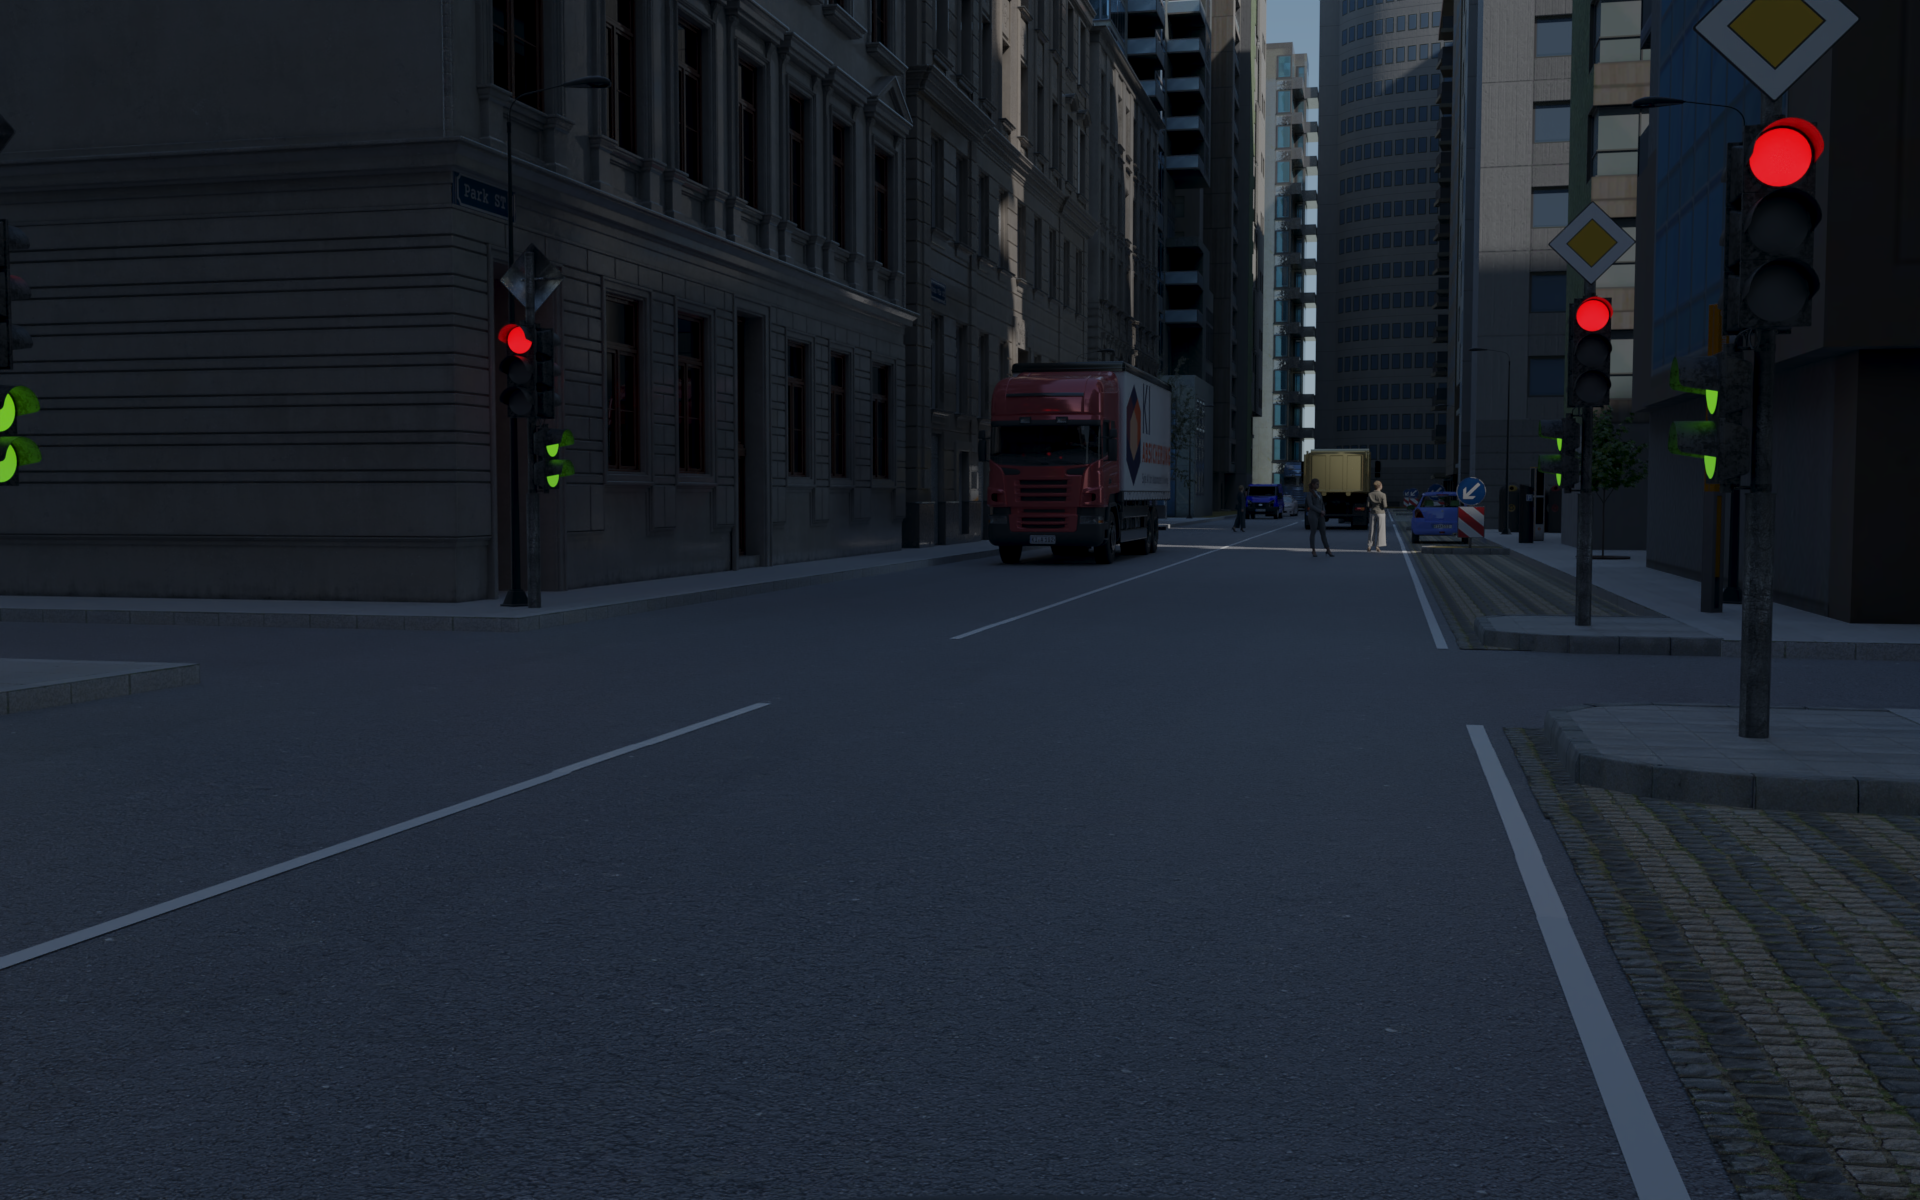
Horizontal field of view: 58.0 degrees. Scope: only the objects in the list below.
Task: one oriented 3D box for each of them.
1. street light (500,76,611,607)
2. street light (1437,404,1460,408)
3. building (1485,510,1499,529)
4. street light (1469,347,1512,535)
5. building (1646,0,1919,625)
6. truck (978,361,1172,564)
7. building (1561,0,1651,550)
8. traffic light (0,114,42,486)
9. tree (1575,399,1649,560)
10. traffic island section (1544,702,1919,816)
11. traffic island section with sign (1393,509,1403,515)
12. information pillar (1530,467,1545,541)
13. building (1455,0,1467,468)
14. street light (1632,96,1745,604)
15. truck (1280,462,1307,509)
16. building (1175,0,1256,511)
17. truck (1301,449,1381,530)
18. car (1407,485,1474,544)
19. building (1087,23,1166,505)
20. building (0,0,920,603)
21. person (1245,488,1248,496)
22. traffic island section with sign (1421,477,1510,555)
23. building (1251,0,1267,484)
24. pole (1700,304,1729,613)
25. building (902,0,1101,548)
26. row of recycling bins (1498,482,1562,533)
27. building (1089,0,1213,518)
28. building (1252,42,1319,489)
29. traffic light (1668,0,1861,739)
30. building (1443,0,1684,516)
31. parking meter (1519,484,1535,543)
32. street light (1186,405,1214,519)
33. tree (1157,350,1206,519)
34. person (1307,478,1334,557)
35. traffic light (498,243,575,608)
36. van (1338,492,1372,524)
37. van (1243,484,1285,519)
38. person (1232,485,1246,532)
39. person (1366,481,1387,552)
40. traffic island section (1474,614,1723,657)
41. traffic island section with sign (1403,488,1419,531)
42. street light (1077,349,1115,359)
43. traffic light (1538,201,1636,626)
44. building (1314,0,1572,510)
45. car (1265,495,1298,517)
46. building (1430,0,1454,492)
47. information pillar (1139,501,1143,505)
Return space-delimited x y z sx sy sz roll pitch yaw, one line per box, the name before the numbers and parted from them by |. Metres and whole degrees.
street light | -4.556 -2.874 19.525 1.470 5.913 1.316 1 4 14
street light | 25.322 -7.151 89.467 1.470 5.913 1.316 1 4 14
building | 32.209 -32.438 72.365 21.231 58.520 28.212 1 4 14
street light | 16.808 -5.038 54.911 1.470 5.913 1.316 1 4 14
building | 16.877 -22.657 20.553 14.200 45.320 14.600 1 4 14
truck | 2.842 -3.066 39.048 2.839 4.237 11.283 1 4 14
building | 22.763 -22.014 43.531 14.154 41.232 14.086 1 4 14
traffic light | -6.671 -1.391 11.656 0.839 4.253 0.868 1 4 14
tree | 12.689 -2.417 34.119 1.663 3.219 1.824 0 3 0
traffic island section | 4.215 0.803 9.147 2.009 0.180 2.903 1 4 14
traffic island section with sign | 30.188 -6.554 115.782 1.989 1.847 2.006 1 4 14
information pillar | 15.742 -2.615 47.242 0.304 2.012 0.304 -1 4 -10
building | 44.078 -31.376 102.242 28.713 52.752 27.495 1 4 14
street light | 8.548 -2.921 20.292 1.470 5.913 1.316 1 4 14
truck | 29.743 -9.910 151.792 2.967 4.110 18.799 1 4 12
building | 14.702 -27.388 131.389 14.154 41.232 14.086 1 4 14
truck | 15.995 -4.723 73.149 3.469 3.379 9.791 1 4 13
car | 14.118 -2.522 50.818 1.945 1.707 3.694 1 4 14
building | 2.779 -13.765 74.212 9.793 20.994 18.267 1 4 14
building | -8.435 -11.874 30.295 11.583 22.565 21.152 1 4 14
person | 21.261 -7.406 127.834 0.721 1.736 1.217 1 4 16
traffic island section with sign | 12.134 -2.019 41.642 1.989 1.847 2.006 1 4 14
building | 13.163 -34.580 154.629 27.495 52.752 28.713 1 4 14
pole | 8.150 -1.519 18.682 0.158 3.312 0.155 0 3 0
building | -3.573 -15.646 53.068 12.463 27.353 25.104 1 4 14
row of recycling bins | 19.538 -3.080 57.472 1.069 1.692 3.534 -3 5 -44
building | 5.522 -48.710 109.077 22.319 86.520 31.000 1 4 14
building | 22.969 -34.689 186.774 30.456 49.044 23.786 1 4 14
traffic light | 4.178 -1.231 9.043 0.839 4.253 0.868 1 4 14
building | 42.887 -29.058 125.213 14.600 45.320 14.200 1 4 14
parking meter | 14.791 -2.251 45.215 0.372 1.533 0.369 0 3 0
street light | 12.515 -7.198 90.232 1.470 5.913 1.316 1 4 14
tree | 10.407 -8.386 87.466 4.360 8.622 3.978 0 3 0
person | 8.230 -1.881 39.535 0.573 1.790 0.520 2 4 33
traffic light | -4.783 -1.865 19.416 0.839 4.253 0.868 1 4 14
van | 19.600 -4.809 85.646 2.013 2.044 4.112 1 4 15
van | 17.613 -5.859 100.178 2.240 2.365 5.245 1 4 15
person | 10.601 -3.462 65.524 0.534 1.772 0.576 -3 4 -37
person | 10.356 -2.072 42.927 0.519 1.759 0.362 2 4 34
traffic island section | 6.103 0.329 16.907 2.009 0.180 2.903 1 4 14
traffic island section with sign | 18.517 -3.622 67.844 1.989 1.847 2.006 1 4 14
street light | 4.261 -5.081 55.613 1.470 5.913 1.316 1 4 14
traffic light | 6.066 -1.705 16.802 0.839 4.253 0.868 1 4 14
building | 51.392 -38.975 179.237 28.212 58.520 21.231 1 4 14
car | 20.863 -6.111 112.276 2.083 1.381 4.827 1 4 15
building | 51.501 -30.054 146.010 22.147 44.769 28.867 1 4 14
information pillar | 7.249 -3.945 68.995 0.304 2.012 0.304 1 4 8
